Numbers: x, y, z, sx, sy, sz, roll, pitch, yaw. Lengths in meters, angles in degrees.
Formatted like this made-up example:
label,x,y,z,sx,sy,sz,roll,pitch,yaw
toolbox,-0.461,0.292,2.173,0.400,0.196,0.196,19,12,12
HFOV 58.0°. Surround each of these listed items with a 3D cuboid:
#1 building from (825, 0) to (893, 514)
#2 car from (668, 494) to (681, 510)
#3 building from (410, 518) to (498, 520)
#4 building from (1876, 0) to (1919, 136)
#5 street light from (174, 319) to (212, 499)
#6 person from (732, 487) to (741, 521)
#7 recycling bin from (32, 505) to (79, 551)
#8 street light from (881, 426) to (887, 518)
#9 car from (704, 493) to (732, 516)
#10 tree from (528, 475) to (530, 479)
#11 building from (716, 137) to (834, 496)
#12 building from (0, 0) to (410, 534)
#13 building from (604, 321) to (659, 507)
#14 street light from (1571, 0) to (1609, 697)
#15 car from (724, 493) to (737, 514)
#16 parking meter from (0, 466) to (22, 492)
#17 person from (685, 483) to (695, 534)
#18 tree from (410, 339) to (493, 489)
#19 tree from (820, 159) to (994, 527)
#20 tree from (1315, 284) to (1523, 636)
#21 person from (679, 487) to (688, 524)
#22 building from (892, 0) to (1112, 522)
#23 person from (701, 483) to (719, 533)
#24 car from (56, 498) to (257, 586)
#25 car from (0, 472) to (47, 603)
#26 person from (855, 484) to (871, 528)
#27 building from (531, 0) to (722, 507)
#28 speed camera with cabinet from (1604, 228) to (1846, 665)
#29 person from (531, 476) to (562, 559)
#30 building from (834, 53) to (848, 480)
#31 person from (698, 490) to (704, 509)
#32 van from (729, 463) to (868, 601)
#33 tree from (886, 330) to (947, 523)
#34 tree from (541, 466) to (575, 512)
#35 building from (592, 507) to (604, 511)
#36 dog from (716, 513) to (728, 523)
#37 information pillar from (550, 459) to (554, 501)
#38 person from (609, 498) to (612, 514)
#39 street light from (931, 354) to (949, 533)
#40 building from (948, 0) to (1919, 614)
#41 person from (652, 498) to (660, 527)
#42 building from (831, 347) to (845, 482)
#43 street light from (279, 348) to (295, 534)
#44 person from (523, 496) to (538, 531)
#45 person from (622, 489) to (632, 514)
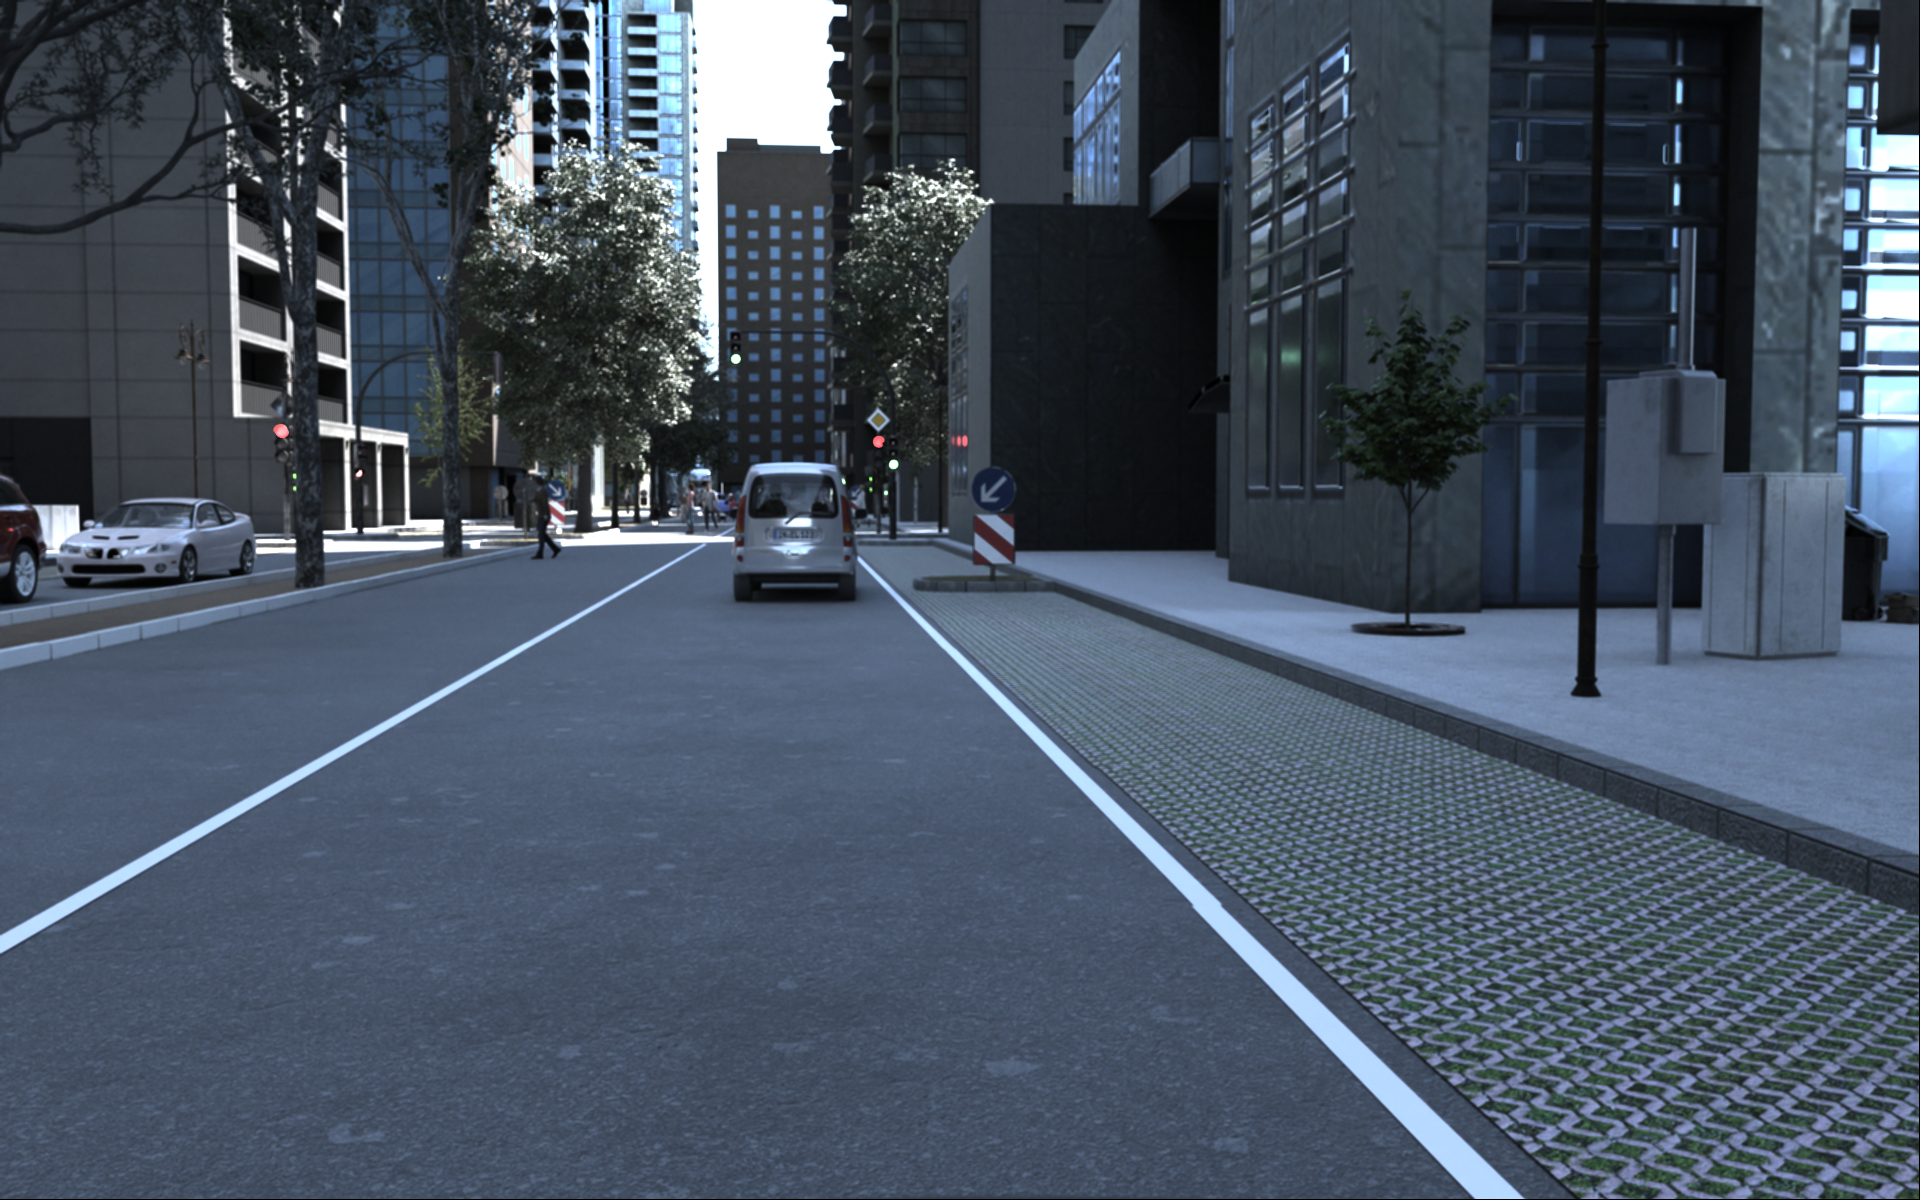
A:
label,x,y,z,sx,sy,sz,roll,pitch,yaw
building,2.142,-28.312,117.527,22.147,44.769,28.867,0,4,-5
car,-25.506,-8.914,155.523,2.009,1.686,4.222,0,4,-6
building,-30.902,-27.021,91.903,14.600,45.320,14.200,0,4,-5
building,10.708,-19.525,2.833,14.154,41.232,14.086,0,4,-5
street light,-20.258,-4.469,45.862,0.468,5.910,1.993,0,4,-5
person,-12.086,-5.239,94.025,0.748,1.841,0.638,-1,4,-16
recycling bin,-20.589,-1.644,39.427,0.722,1.027,0.722,2,4,29
street light,-4.152,-7.401,93.801,0.468,5.910,1.993,0,4,-5
car,-16.041,-6.408,114.358,1.945,1.707,3.694,0,4,-6
tree,-27.142,-9.445,104.789,4.737,8.622,4.395,0,3,0
building,-23.471,-34.915,220.974,14.200,45.320,14.600,0,4,-5
building,-32.010,-38.183,62.541,20.563,71.187,20.611,0,4,-5
building,-48.881,-21.105,190.098,28.899,21.520,27.650,0,4,-5
street light,3.983,-2.328,10.844,0.468,5.910,1.993,0,4,-5
car,-16.027,-7.061,124.483,2.155,1.783,4.494,0,4,-7
parking meter,-19.529,-1.833,35.683,0.255,1.863,0.399,0,4,1
person,-9.734,-3.300,62.458,0.388,1.821,0.555,-1,4,-12
tree,-24.467,-8.113,83.013,4.737,8.622,4.395,0,3,0
tree,-0.448,-9.770,66.394,9.857,13.997,8.962,0,3,0
tree,4.152,-1.319,16.172,1.663,3.219,1.824,0,3,0
person,-13.202,-4.519,82.942,0.519,1.759,0.362,-2,4,-28
building,3.558,-19.219,85.939,14.160,30.474,14.107,0,4,-5
person,-9.246,-3.409,64.083,0.661,1.843,0.795,1,4,15
car,-13.105,-0.988,28.508,2.083,1.381,4.827,0,4,-5
car,-13.148,-0.764,21.170,2.281,1.827,5.304,0,4,-5
person,-4.106,-3.964,73.187,0.818,1.842,0.514,-2,4,-26
building,-46.549,-55.586,221.496,31.000,86.520,22.319,0,4,-5
speed camera with cabinet,5.967,-1.170,13.459,2.038,3.252,0.660,-2,4,-26
person,-9.246,-1.839,38.484,0.656,1.842,0.836,3,5,41
building,-4.677,-31.901,171.684,14.600,45.320,14.200,0,4,-5
person,-24.368,-9.504,163.893,1.348,1.823,0.705,3,5,41
van,-2.311,-1.078,24.633,2.013,2.044,4.112,0,4,-4
tree,-1.720,-7.657,75.559,4.737,8.622,4.395,0,3,0
tree,-28.637,-7.913,123.975,1.663,3.219,1.824,0,3,0
building,-40.727,-50.736,142.209,22.319,86.520,31.000,0,4,-5
dog,-11.599,-3.984,84.421,0.406,0.507,0.540,1,4,19
information pillar,-25.832,-7.233,109.617,0.183,3.616,0.504,0,4,7
person,-23.361,-6.268,115.988,0.505,1.210,0.382,3,5,43
street light,-0.652,-5.169,57.306,0.468,5.910,1.993,0,4,-5
building,12.265,-44.009,32.225,22.319,86.520,31.000,0,4,-5
person,-13.279,-3.825,75.706,0.362,1.253,0.373,1,4,13
building,-0.316,-21.373,194.493,27.650,21.520,28.899,0,4,-5
street light,-21.158,-5.031,55.045,0.468,5.910,1.993,0,4,-5
person,-16.595,-3.587,67.108,0.822,1.834,0.622,-3,5,-42
person,-23.551,-6.945,122.455,0.661,1.777,0.834,1,4,13
